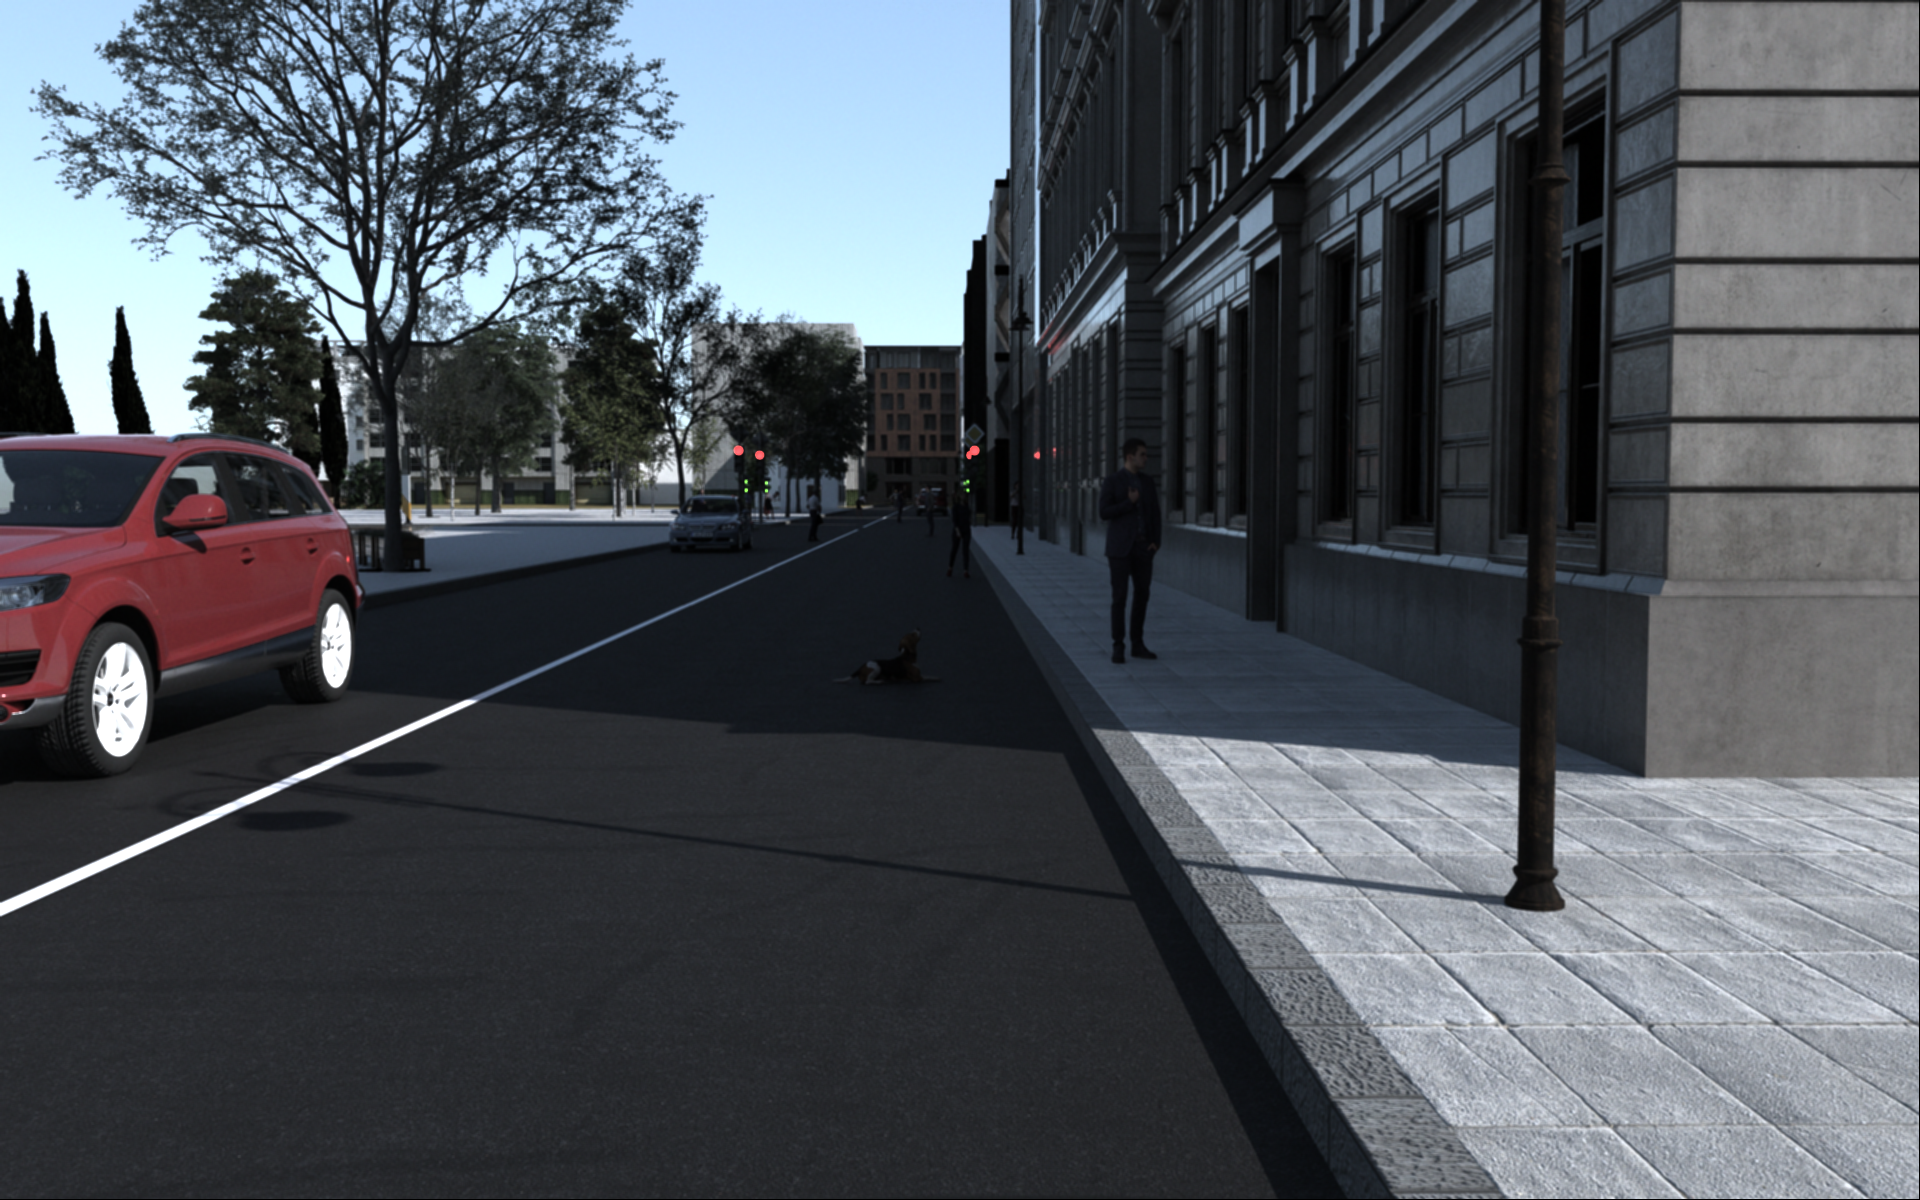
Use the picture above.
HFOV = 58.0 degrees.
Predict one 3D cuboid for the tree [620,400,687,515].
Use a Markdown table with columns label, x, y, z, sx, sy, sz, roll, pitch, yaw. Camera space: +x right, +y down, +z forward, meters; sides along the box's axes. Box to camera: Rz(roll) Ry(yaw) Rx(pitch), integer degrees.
| label | x | y | z | sx | sy | sz | roll | pitch | yaw |
| --- | --- | --- | --- | --- | --- | --- | --- | --- | --- |
| tree | -21.316 | -10.448 | 121.183 | 4.360 | 8.622 | 3.978 | 0 | 3 | 0 |

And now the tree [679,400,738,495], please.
| label | x | y | z | sx | sy | sz | roll | pitch | yaw |
| --- | --- | --- | --- | --- | --- | --- | --- | --- | --- |
| tree | -19.749 | -11.070 | 131.351 | 4.737 | 8.622 | 4.395 | 0 | 3 | 0 |

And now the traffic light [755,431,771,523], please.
| label | x | y | z | sx | sy | sz | roll | pitch | yaw |
| --- | --- | --- | --- | --- | --- | --- | --- | --- | --- |
| traffic light | -8.712 | -5.294 | 75.808 | 0.839 | 4.213 | 0.868 | 0 | 4 | -1 |

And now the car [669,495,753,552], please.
| label | x | y | z | sx | sy | sz | roll | pitch | yaw |
| --- | --- | --- | --- | --- | --- | --- | --- | --- | --- |
| car | -6.316 | -1.974 | 44.282 | 2.014 | 1.417 | 4.499 | 0 | 4 | -1 |

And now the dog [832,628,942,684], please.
| label | x | y | z | sx | sy | sz | roll | pitch | yaw |
| --- | --- | --- | --- | --- | --- | --- | --- | --- | --- |
| dog | -0.557 | 0.425 | 13.240 | 0.748 | 0.427 | 0.550 | 2 | 4 | 24 |

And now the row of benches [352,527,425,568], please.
| label | x | y | z | sx | sy | sz | roll | pitch | yaw |
| --- | --- | --- | --- | --- | --- | --- | --- | --- | --- |
| row of benches | -10.149 | -0.927 | 30.623 | 1.422 | 0.672 | 4.104 | -2 | 4 | -27 |

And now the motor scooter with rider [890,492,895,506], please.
| label | x | y | z | sx | sy | sz | roll | pitch | yaw |
| --- | --- | --- | --- | --- | --- | --- | --- | --- | --- |
| motor scooter with rider | -7.729 | -11.783 | 201.619 | 0.876 | 1.779 | 1.986 | 0 | 4 | 1 |

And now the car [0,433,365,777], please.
| label | x | y | z | sx | sy | sz | roll | pitch | yaw |
| --- | --- | --- | --- | --- | --- | --- | --- | --- | --- |
| car | -5.288 | -0.108 | 10.440 | 2.281 | 1.827 | 5.304 | 0 | 4 | -1 |

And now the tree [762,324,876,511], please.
| label | x | y | z | sx | sy | sz | roll | pitch | yaw |
| --- | --- | --- | --- | --- | --- | --- | --- | --- | --- |
| tree | -10.917 | -13.722 | 131.015 | 9.857 | 13.997 | 8.962 | 0 | 3 | 0 |

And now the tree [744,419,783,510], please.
| label | x | y | z | sx | sy | sz | roll | pitch | yaw |
| --- | --- | --- | --- | --- | --- | --- | --- | --- | --- |
| tree | -16.042 | -11.613 | 140.231 | 4.360 | 8.622 | 3.978 | 0 | 3 | 0 |

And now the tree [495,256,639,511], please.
| label | x | y | z | sx | sy | sz | roll | pitch | yaw |
| --- | --- | --- | --- | --- | --- | --- | --- | --- | --- |
| tree | -30.965 | -17.107 | 135.596 | 12.611 | 20.169 | 13.585 | 0 | 3 | 0 |

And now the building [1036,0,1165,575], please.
| label | x | y | z | sx | sy | sz | roll | pitch | yaw |
| --- | --- | --- | --- | --- | --- | --- | --- | --- | --- |
| building | 7.481 | -12.254 | 36.517 | 11.583 | 22.565 | 21.152 | 0 | 4 | -1 |

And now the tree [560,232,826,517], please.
| label | x | y | z | sx | sy | sz | roll | pitch | yaw |
| --- | --- | --- | --- | --- | --- | --- | --- | --- | --- |
| tree | -9.814 | -7.757 | 61.245 | 8.767 | 10.594 | 7.601 | -1 | 4 | -14 |

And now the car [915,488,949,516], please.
| label | x | y | z | sx | sy | sz | roll | pitch | yaw |
| --- | --- | --- | --- | --- | --- | --- | --- | --- | --- |
| car | -1.864 | -6.509 | 115.089 | 2.281 | 1.827 | 5.304 | 0 | 4 | -1 |

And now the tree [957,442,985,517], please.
| label | x | y | z | sx | sy | sz | roll | pitch | yaw |
| --- | --- | --- | --- | --- | --- | --- | --- | --- | --- |
| tree | 1.640 | -7.063 | 99.197 | 4.285 | 4.588 | 4.351 | 0 | 3 | 0 |

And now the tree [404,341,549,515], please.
| label | x | y | z | sx | sy | sz | roll | pitch | yaw |
| --- | --- | --- | --- | --- | --- | --- | --- | --- | --- |
| tree | -29.595 | -10.490 | 105.918 | 8.767 | 10.594 | 7.601 | -1 | 4 | -21 |

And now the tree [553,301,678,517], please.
| label | x | y | z | sx | sy | sz | roll | pitch | yaw |
| --- | --- | --- | --- | --- | --- | --- | --- | --- | --- |
| tree | -19.265 | -10.706 | 97.091 | 6.751 | 12.117 | 7.091 | 0 | 3 | 0 |

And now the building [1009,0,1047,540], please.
| label | x | y | z | sx | sy | sz | roll | pitch | yaw |
| --- | --- | --- | --- | --- | --- | --- | --- | --- | --- |
| building | 8.064 | -14.632 | 57.256 | 12.078 | 24.808 | 19.932 | 0 | 4 | -1 |

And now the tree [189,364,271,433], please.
| label | x | y | z | sx | sy | sz | roll | pitch | yaw |
| --- | --- | --- | --- | --- | --- | --- | --- | --- | --- |
| tree | -37.342 | -8.499 | 89.323 | 4.360 | 8.622 | 3.978 | 0 | 3 | 0 |

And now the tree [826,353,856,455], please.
| label | x | y | z | sx | sy | sz | roll | pitch | yaw |
| --- | --- | --- | --- | --- | --- | --- | --- | --- | --- |
| tree | -9.161 | -9.818 | 94.931 | 7.601 | 10.594 | 8.767 | -2 | 4 | -27 |

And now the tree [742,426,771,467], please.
| label | x | y | z | sx | sy | sz | roll | pitch | yaw |
| --- | --- | --- | --- | --- | --- | --- | --- | --- | --- |
| tree | -16.930 | -11.920 | 145.256 | 4.737 | 8.622 | 4.395 | 0 | 3 | 0 |

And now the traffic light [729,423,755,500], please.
| label | x | y | z | sx | sy | sz | roll | pitch | yaw |
| --- | --- | --- | --- | --- | --- | --- | --- | --- | --- |
| traffic light | -8.611 | -4.806 | 67.823 | 0.839 | 4.213 | 0.868 | 0 | 4 | -1 |

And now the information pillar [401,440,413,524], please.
| label | x | y | z | sx | sy | sz | roll | pitch | yaw |
| --- | --- | --- | --- | --- | --- | --- | --- | --- | --- |
| information pillar | -23.910 | -5.102 | 74.766 | 0.504 | 3.616 | 0.183 | 2 | 4 | 33 |

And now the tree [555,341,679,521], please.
| label | x | y | z | sx | sy | sz | roll | pitch | yaw |
| --- | --- | --- | --- | --- | --- | --- | --- | --- | --- |
| tree | -16.719 | -8.082 | 82.511 | 4.737 | 8.622 | 4.395 | 0 | 3 | 0 |

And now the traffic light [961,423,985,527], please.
| label | x | y | z | sx | sy | sz | roll | pitch | yaw |
| --- | --- | --- | --- | --- | --- | --- | --- | --- | --- |
| traffic light | 0.550 | -4.814 | 67.955 | 0.839 | 4.213 | 0.868 | 0 | 4 | -1 |

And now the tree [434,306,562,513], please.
| label | x | y | z | sx | sy | sz | roll | pitch | yaw |
| --- | --- | --- | --- | --- | --- | --- | --- | --- | --- |
| tree | -31.690 | -12.898 | 117.540 | 9.857 | 13.997 | 8.962 | 0 | 3 | 0 |

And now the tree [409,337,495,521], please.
| label | x | y | z | sx | sy | sz | roll | pitch | yaw |
| --- | --- | --- | --- | --- | --- | --- | --- | --- | --- |
| tree | -23.992 | -8.029 | 81.629 | 4.360 | 8.622 | 3.978 | 0 | 3 | 0 |

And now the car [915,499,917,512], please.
| label | x | y | z | sx | sy | sz | roll | pitch | yaw |
| --- | --- | --- | --- | --- | --- | --- | --- | --- | --- |
| car | -2.535 | -7.843 | 137.267 | 2.155 | 1.783 | 4.494 | 0 | 4 | 0 |

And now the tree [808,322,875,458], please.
| label | x | y | z | sx | sy | sz | roll | pitch | yaw |
| --- | --- | --- | --- | --- | --- | --- | --- | --- | --- |
| tree | -10.956 | -12.542 | 115.435 | 12.009 | 13.543 | 11.850 | 0 | 3 | 0 |

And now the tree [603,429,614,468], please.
| label | x | y | z | sx | sy | sz | roll | pitch | yaw |
| --- | --- | --- | --- | --- | --- | --- | --- | --- | --- |
| tree | -28.596 | -12.059 | 147.524 | 4.360 | 8.622 | 3.978 | 0 | 3 | 0 |

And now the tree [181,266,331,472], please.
| label | x | y | z | sx | sy | sz | roll | pitch | yaw |
| --- | --- | --- | --- | --- | --- | --- | --- | --- | --- |
| tree | -33.141 | -9.784 | 82.023 | 6.751 | 12.117 | 7.091 | 0 | 3 | 0 |

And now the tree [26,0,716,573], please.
| label | x | y | z | sx | sy | sz | roll | pitch | yaw |
| --- | --- | --- | --- | --- | --- | --- | --- | --- | --- |
| tree | -9.335 | -7.199 | 28.080 | 12.009 | 13.543 | 11.850 | 0 | 3 | 0 |

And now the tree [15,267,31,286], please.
| label | x | y | z | sx | sy | sz | roll | pitch | yaw |
| --- | --- | --- | --- | --- | --- | --- | --- | --- | --- |
| tree | -57.293 | -11.960 | 97.372 | 18.604 | 14.587 | 13.155 | -3 | 5 | -43 |

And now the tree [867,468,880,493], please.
| label | x | y | z | sx | sy | sz | roll | pitch | yaw |
| --- | --- | --- | --- | --- | --- | --- | --- | --- | --- |
| tree | -11.573 | -14.219 | 216.194 | 4.285 | 4.588 | 4.351 | 0 | 3 | 0 |

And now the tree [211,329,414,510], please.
| label | x | y | z | sx | sy | sz | roll | pitch | yaw |
| --- | --- | --- | --- | --- | --- | --- | --- | --- | --- |
| tree | -54.694 | -14.652 | 141.384 | 18.604 | 14.587 | 13.155 | 1 | 4 | 8 |

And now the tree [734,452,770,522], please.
| label | x | y | z | sx | sy | sz | roll | pitch | yaw |
| --- | --- | --- | --- | --- | --- | --- | --- | --- | --- |
| tree | -9.572 | -5.194 | 79.527 | 1.663 | 3.219 | 1.824 | 0 | 3 | 0 |

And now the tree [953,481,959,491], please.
| label | x | y | z | sx | sy | sz | roll | pitch | yaw |
| --- | --- | --- | --- | --- | --- | --- | --- | --- | --- |
| tree | 0.067 | -14.311 | 228.579 | 1.663 | 3.219 | 1.824 | 0 | 3 | 0 |

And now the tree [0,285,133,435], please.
| label | x | y | z | sx | sy | sz | roll | pitch | yaw |
| --- | --- | --- | --- | --- | --- | --- | --- | --- | --- |
| tree | -61.867 | -13.489 | 122.367 | 13.155 | 14.587 | 18.604 | -2 | 4 | -32 |
